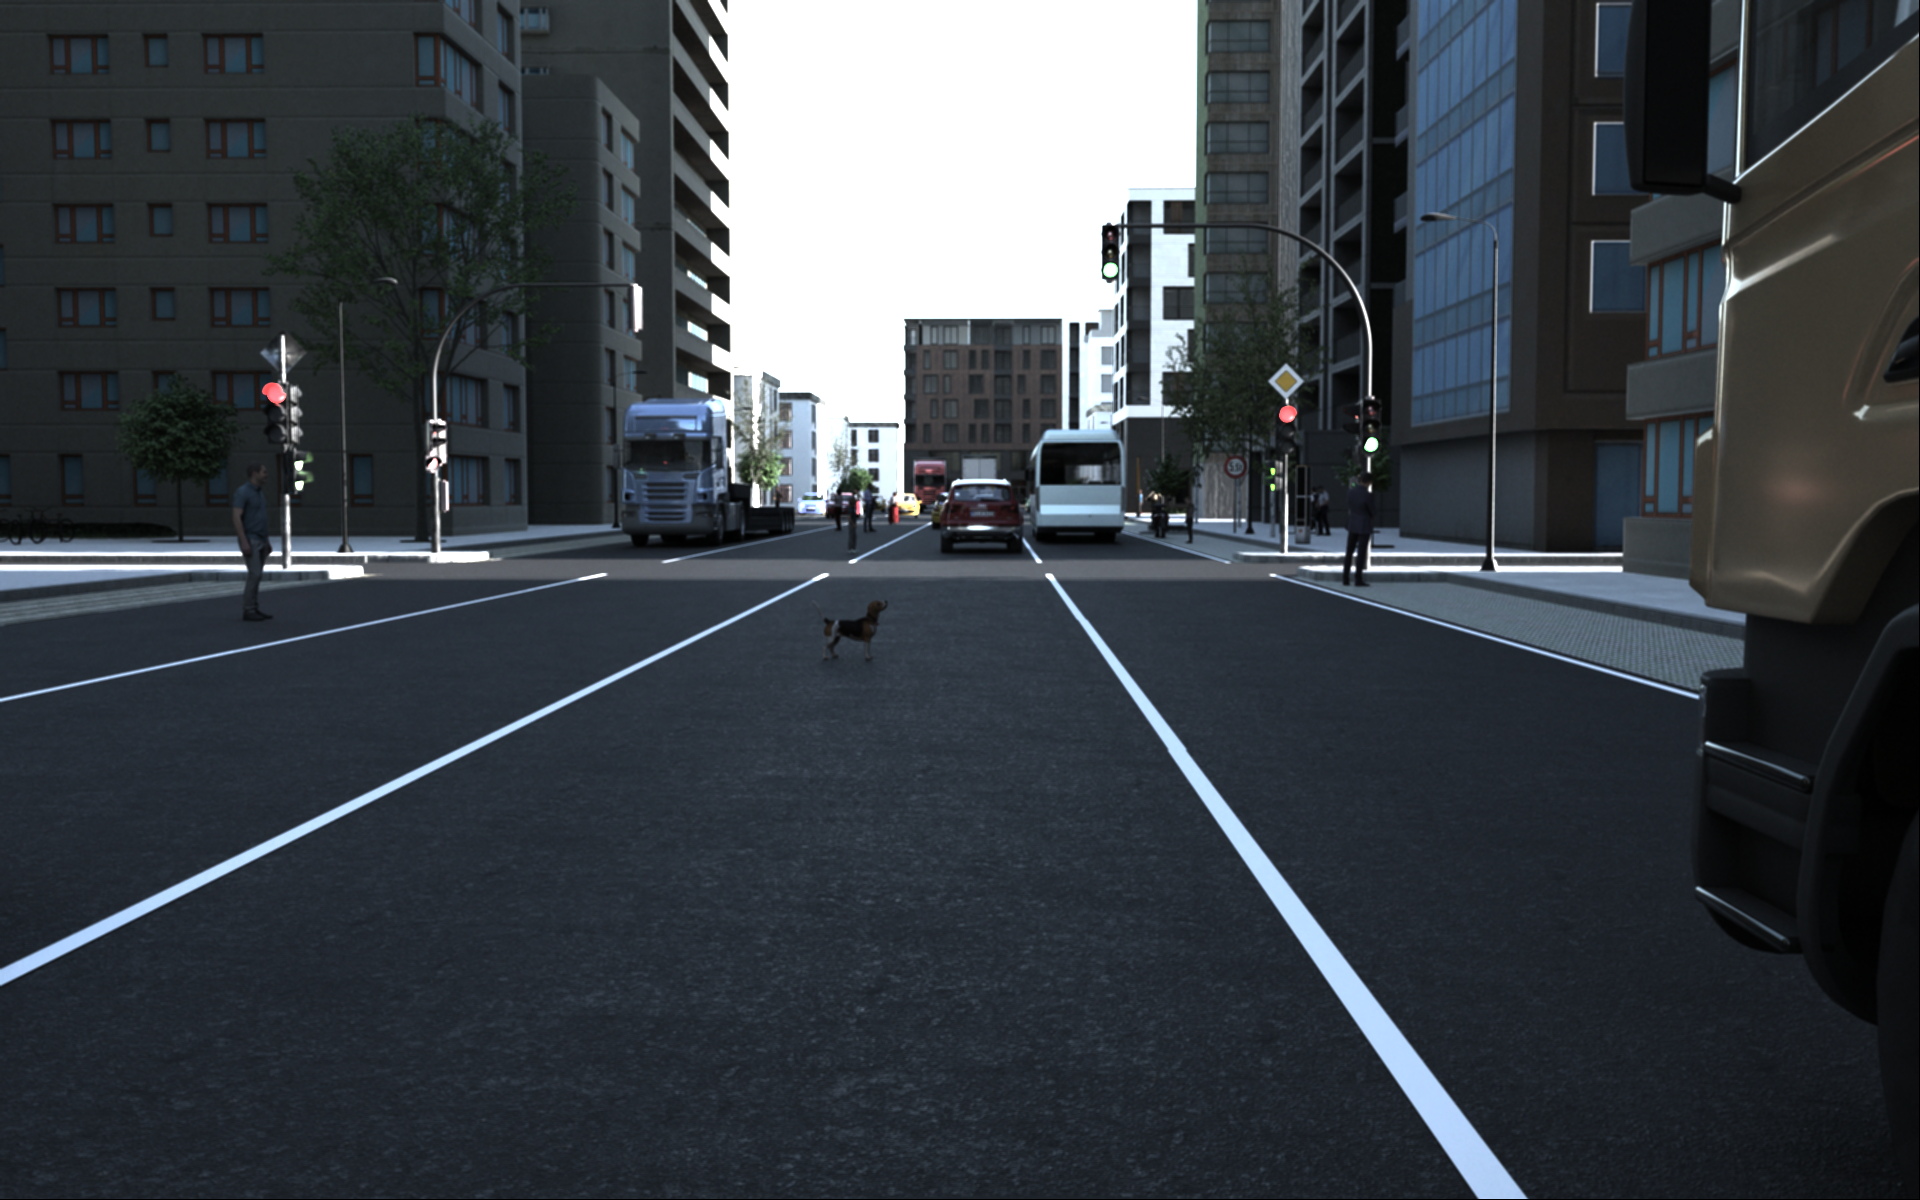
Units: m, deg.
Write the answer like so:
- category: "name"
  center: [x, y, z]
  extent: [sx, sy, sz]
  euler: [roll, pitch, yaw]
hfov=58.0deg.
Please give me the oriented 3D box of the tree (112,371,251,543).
- category: "tree"
  center: [-20.822, -3.832, 46.362]
  extent: [4.285, 4.588, 4.351]
  euler: [0, 3, 0]

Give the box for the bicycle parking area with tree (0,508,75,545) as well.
- category: "bicycle parking area with tree"
  center: [-27.617, -3.421, 42.933]
  extent: [8.231, 4.147, 9.016]
  euler: [1, 4, 18]

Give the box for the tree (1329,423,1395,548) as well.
- category: "tree"
  center: [9.992, -2.875, 41.609]
  extent: [1.663, 3.219, 1.824]
  euler: [0, 3, 0]

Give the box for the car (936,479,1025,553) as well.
- category: "car"
  center: [0.528, -2.161, 43.999]
  extent: [2.281, 1.827, 5.304]
  euler: [0, 3, 0]

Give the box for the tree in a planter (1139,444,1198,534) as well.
- category: "tree in a planter"
  center: [7.420, -3.955, 61.879]
  extent: [1.991, 3.239, 1.994]
  euler: [0, 4, 1]

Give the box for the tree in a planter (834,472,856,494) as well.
- category: "tree in a planter"
  center: [-9.288, -8.692, 139.329]
  extent: [1.991, 3.239, 1.994]
  euler: [0, 4, 1]

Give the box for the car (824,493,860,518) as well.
- category: "car"
  center: [-6.992, -5.781, 103.554]
  extent: [2.155, 1.783, 4.494]
  euler: [0, 4, 2]

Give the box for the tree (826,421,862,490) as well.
- category: "tree"
  center: [-12.093, -13.796, 175.930]
  extent: [4.360, 8.622, 3.978]
  euler: [0, 3, 0]

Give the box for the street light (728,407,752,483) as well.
- category: "street light"
  center: [-11.855, -7.366, 92.968]
  extent: [1.470, 5.913, 1.316]
  euler: [0, 4, 1]

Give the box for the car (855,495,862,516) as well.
- category: "car"
  center: [-7.261, -6.058, 111.049]
  extent: [2.014, 1.417, 4.499]
  euler: [0, 4, 2]

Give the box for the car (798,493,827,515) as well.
- category: "car"
  center: [-9.918, -6.569, 116.995]
  extent: [1.945, 1.707, 3.694]
  euler: [0, 3, 0]

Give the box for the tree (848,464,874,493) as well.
- category: "tree"
  center: [-11.114, -12.614, 189.958]
  extent: [4.285, 4.588, 4.351]
  euler: [0, 3, 0]

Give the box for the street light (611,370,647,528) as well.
- category: "street light"
  center: [-12.434, -5.667, 65.196]
  extent: [1.470, 5.913, 1.316]
  euler: [0, 4, 1]

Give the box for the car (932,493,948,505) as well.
- category: "car"
  center: [-0.350, -4.272, 79.434]
  extent: [1.945, 1.707, 3.694]
  euler: [0, 4, 2]

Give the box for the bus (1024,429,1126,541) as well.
- category: "bus"
  center: [3.606, -3.735, 55.935]
  extent: [2.948, 3.499, 13.247]
  euler: [0, 4, 2]

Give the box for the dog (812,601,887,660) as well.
- category: "dog"
  center: [-0.955, 0.258, 15.072]
  extent: [0.540, 0.507, 0.406]
  euler: [-2, 4, -33]

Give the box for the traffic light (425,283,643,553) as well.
- category: "traffic light"
  center: [-9.271, -3.843, 37.503]
  extent: [4.771, 5.953, 1.251]
  euler: [0, 4, 1]

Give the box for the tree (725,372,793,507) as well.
- category: "tree"
  center: [-12.236, -9.426, 104.474]
  extent: [4.360, 8.622, 3.978]
  euler: [0, 3, 0]

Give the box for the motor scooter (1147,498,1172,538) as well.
- category: "motor scooter"
  center: [6.520, -2.673, 56.477]
  extent: [0.815, 1.314, 1.986]
  euler: [0, 4, 0]

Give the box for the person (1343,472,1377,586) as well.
- category: "person"
  center: [6.228, -1.095, 26.851]
  extent: [0.568, 1.767, 0.683]
  euler: [-3, 5, -41]

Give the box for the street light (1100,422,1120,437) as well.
- category: "street light"
  center: [9.689, -8.487, 111.300]
  extent: [1.470, 5.913, 1.316]
  euler: [0, 4, 1]

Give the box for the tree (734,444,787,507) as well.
- category: "tree"
  center: [-12.508, -7.644, 108.696]
  extent: [4.285, 4.588, 4.351]
  euler: [0, 3, 0]

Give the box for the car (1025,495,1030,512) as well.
- category: "car"
  center: [6.156, -7.872, 137.510]
  extent: [1.959, 1.807, 4.718]
  euler: [0, 4, 0]

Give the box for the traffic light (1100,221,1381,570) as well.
- category: "traffic light"
  center: [4.722, -3.330, 29.112]
  extent: [4.771, 5.953, 1.251]
  euler: [0, 4, 1]

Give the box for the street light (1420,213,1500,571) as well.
- category: "street light"
  center: [8.316, -3.441, 28.809]
  extent: [1.470, 5.913, 1.316]
  euler: [0, 4, 1]

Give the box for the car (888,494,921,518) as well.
- category: "car"
  center: [-3.350, -5.806, 105.159]
  extent: [2.015, 1.641, 3.980]
  euler: [0, 4, 0]

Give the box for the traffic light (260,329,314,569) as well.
- category: "traffic light"
  center: [-11.504, -2.483, 29.521]
  extent: [0.839, 4.253, 0.868]
  euler: [0, 4, 1]

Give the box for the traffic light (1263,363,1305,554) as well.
- category: "traffic light"
  center: [6.955, -2.953, 37.201]
  extent: [0.839, 4.253, 0.868]
  euler: [0, 4, 1]

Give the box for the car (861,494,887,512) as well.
- category: "car"
  center: [-6.778, -7.733, 136.652]
  extent: [2.015, 1.641, 3.980]
  euler: [0, 4, 0]

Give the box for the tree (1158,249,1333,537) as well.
- category: "tree"
  center: [9.121, -6.166, 51.170]
  extent: [4.737, 8.622, 4.395]
  euler: [0, 3, 0]

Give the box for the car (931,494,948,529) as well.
- category: "car"
  center: [-0.241, -3.811, 72.537]
  extent: [2.015, 1.641, 3.980]
  euler: [0, 4, 3]

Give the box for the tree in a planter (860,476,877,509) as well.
- category: "tree in a planter"
  center: [-8.822, -10.339, 166.269]
  extent: [1.991, 3.239, 1.994]
  euler: [0, 4, 1]

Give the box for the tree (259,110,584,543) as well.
- category: "tree"
  center: [-14.217, -7.352, 45.961]
  extent: [9.928, 11.665, 9.643]
  euler: [0, 3, 0]

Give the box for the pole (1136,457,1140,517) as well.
- category: "pole"
  center: [9.864, -6.236, 95.799]
  extent: [0.158, 3.312, 0.155]
  euler: [0, 3, 0]

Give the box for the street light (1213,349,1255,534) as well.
- category: "street light"
  center: [8.786, -5.079, 55.576]
  extent: [1.470, 5.913, 1.316]
  euler: [0, 4, 1]

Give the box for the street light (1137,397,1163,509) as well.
- category: "street light"
  center: [9.189, -6.777, 83.351]
  extent: [1.470, 5.913, 1.316]
  euler: [0, 4, 1]

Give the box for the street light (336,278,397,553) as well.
- category: "street light"
  center: [-12.808, -3.968, 37.421]
  extent: [1.470, 5.913, 1.316]
  euler: [0, 4, 1]
